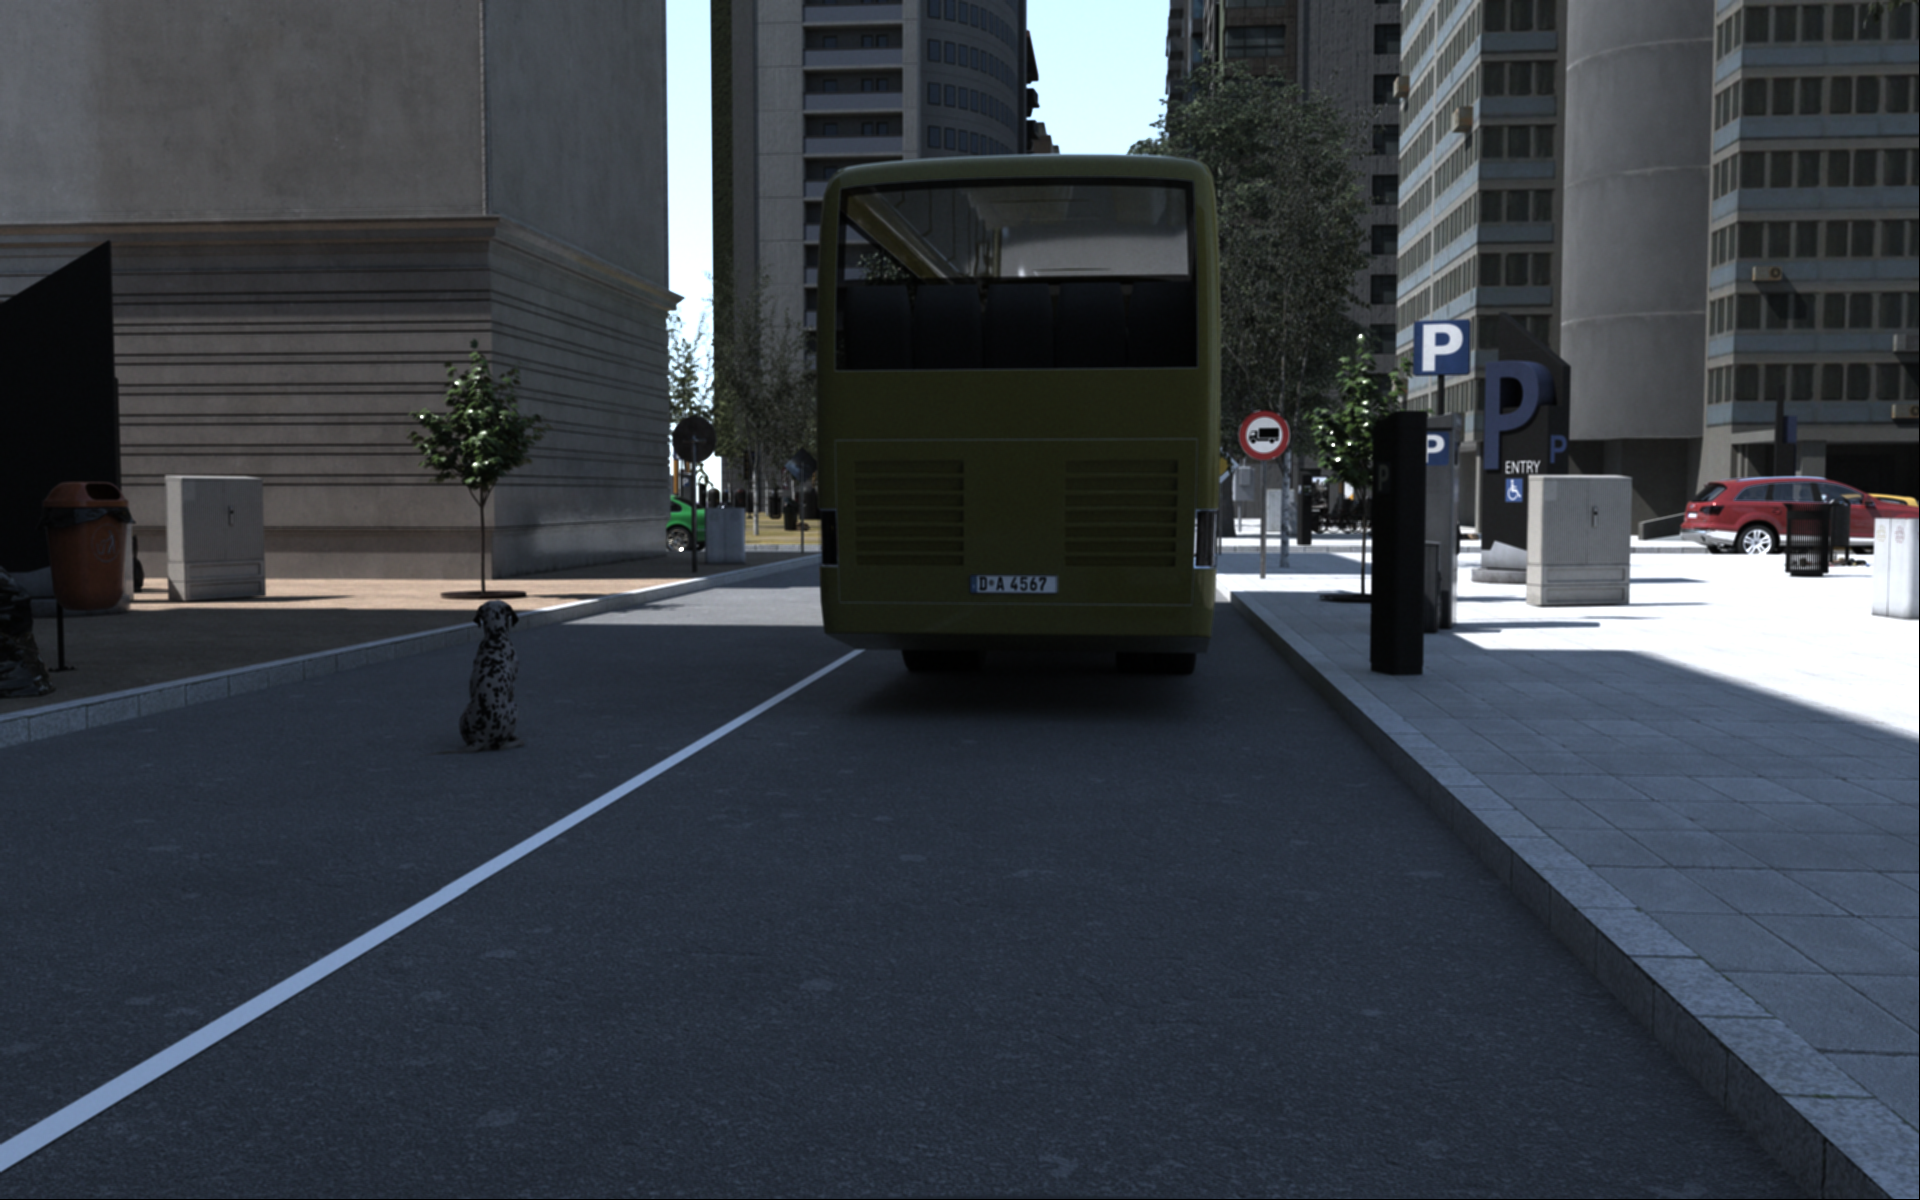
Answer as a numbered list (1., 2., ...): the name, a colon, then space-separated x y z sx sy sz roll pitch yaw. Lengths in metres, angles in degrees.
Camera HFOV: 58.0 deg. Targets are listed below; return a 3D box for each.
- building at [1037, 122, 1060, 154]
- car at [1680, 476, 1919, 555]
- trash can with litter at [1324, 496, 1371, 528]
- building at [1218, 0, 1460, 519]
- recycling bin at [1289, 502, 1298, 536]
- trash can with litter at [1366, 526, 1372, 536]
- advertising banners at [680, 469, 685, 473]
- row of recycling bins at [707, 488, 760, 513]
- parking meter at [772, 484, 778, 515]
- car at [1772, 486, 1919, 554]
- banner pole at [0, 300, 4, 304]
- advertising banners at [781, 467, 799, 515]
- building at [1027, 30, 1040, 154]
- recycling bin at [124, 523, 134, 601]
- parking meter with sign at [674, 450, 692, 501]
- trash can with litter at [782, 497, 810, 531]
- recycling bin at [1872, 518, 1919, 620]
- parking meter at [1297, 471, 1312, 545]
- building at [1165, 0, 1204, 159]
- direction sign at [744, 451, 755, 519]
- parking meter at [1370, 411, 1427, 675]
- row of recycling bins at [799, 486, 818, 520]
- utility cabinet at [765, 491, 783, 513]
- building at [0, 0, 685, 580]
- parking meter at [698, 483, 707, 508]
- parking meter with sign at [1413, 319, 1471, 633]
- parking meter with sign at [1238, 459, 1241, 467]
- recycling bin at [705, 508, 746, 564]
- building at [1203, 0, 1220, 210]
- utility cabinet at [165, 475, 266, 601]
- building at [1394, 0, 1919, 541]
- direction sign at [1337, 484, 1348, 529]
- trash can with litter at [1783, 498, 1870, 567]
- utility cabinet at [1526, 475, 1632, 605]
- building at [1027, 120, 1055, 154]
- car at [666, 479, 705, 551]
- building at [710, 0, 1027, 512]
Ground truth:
1. building: 2.769 -37.082 229.987 21.300 48.544 21.600 0 4 5
2. car: 18.671 -1.794 38.002 5.304 1.827 2.281 0 4 4
3. trash can with litter: 15.347 -3.365 66.073 2.233 1.210 1.678 -3 5 -41
4. building: 21.159 -19.798 95.402 14.160 30.474 14.107 0 4 5
5. recycling bin: 10.288 -2.472 52.968 0.722 1.027 0.722 2 4 32
6. trash can with litter: 12.912 -2.524 52.648 1.055 1.170 0.624 -2 4 -26
7. advertising banners: -20.155 -7.668 121.563 2.074 3.025 0.090 0 4 3
8. row of recycling bins: -15.358 -6.743 117.363 3.534 1.692 1.069 -1 4 -17
9. parking meter: -11.213 -6.073 105.006 0.255 1.863 0.399 -2 4 -31
10. car: 20.351 -1.828 40.108 3.980 1.641 2.015 0 4 7
11. banner pole: -12.486 -1.972 22.258 0.401 3.779 0.863 2 4 26
12. advertising banners: -10.192 -6.801 107.377 2.074 3.025 0.090 2 4 24
13. building: -3.956 -31.098 163.081 22.147 44.769 28.867 0 4 5
14. recycling bin: -10.296 -0.488 20.541 0.722 1.027 0.722 0 4 -8
15. parking meter with sign: -9.616 -3.981 61.344 0.543 3.016 1.738 0 4 7
16. trash can with litter: -5.692 -3.004 60.497 1.055 1.170 0.624 2 4 33
17. recycling bin: 10.014 -0.333 17.994 0.722 1.027 0.722 0 3 0
18. parking meter: 8.648 -2.308 43.452 0.255 1.863 0.399 -1 4 -11
19. building: 29.375 -32.628 153.068 23.786 49.044 30.456 0 4 5
20. direction sign: -11.002 -6.027 90.539 0.379 3.537 0.876 2 4 32
21. parking meter: 3.137 -0.410 12.408 0.255 1.863 0.399 -1 4 -12
22. row of recycling bins: -6.712 -4.948 88.020 1.069 1.692 3.534 3 5 43
23. utility cabinet: -12.231 -6.436 113.912 1.173 1.500 0.318 0 4 -5
24. building: -16.212 -11.919 31.032 21.152 22.565 11.583 0 4 5
25. parking meter: -13.485 -5.203 90.786 0.255 1.863 0.399 3 5 41
26. parking meter with sign: 4.549 -1.250 16.694 0.543 3.016 1.738 1 4 20
27. parking meter with sign: 12.982 -5.471 85.714 1.738 3.016 0.543 1 4 16
28. recycling bin: -4.328 -1.187 31.960 0.722 1.027 0.722 0 4 -6
29. building: 26.383 -42.130 127.076 20.563 71.187 20.611 0 4 5
30. utility cabinet: -8.989 -0.751 20.958 0.318 1.500 1.173 2 4 27
31. building: 28.660 -22.521 60.106 23.993 40.220 32.217 0 4 5
32. direction sign: 14.119 -4.393 63.822 0.379 3.537 0.876 -1 4 -13
33. trash can with litter: 15.494 -1.228 31.142 2.233 1.210 1.678 -2 4 -32
34. utility cabinet: 7.107 -0.684 19.867 1.173 1.500 0.318 -1 4 -16
35. building: 4.446 -34.356 211.831 14.600 45.320 14.200 0 4 5
36. car: -8.001 -2.047 42.259 4.718 1.807 1.959 0 4 5
37. building: -6.116 -36.221 134.211 21.231 58.520 28.212 0 4 5
